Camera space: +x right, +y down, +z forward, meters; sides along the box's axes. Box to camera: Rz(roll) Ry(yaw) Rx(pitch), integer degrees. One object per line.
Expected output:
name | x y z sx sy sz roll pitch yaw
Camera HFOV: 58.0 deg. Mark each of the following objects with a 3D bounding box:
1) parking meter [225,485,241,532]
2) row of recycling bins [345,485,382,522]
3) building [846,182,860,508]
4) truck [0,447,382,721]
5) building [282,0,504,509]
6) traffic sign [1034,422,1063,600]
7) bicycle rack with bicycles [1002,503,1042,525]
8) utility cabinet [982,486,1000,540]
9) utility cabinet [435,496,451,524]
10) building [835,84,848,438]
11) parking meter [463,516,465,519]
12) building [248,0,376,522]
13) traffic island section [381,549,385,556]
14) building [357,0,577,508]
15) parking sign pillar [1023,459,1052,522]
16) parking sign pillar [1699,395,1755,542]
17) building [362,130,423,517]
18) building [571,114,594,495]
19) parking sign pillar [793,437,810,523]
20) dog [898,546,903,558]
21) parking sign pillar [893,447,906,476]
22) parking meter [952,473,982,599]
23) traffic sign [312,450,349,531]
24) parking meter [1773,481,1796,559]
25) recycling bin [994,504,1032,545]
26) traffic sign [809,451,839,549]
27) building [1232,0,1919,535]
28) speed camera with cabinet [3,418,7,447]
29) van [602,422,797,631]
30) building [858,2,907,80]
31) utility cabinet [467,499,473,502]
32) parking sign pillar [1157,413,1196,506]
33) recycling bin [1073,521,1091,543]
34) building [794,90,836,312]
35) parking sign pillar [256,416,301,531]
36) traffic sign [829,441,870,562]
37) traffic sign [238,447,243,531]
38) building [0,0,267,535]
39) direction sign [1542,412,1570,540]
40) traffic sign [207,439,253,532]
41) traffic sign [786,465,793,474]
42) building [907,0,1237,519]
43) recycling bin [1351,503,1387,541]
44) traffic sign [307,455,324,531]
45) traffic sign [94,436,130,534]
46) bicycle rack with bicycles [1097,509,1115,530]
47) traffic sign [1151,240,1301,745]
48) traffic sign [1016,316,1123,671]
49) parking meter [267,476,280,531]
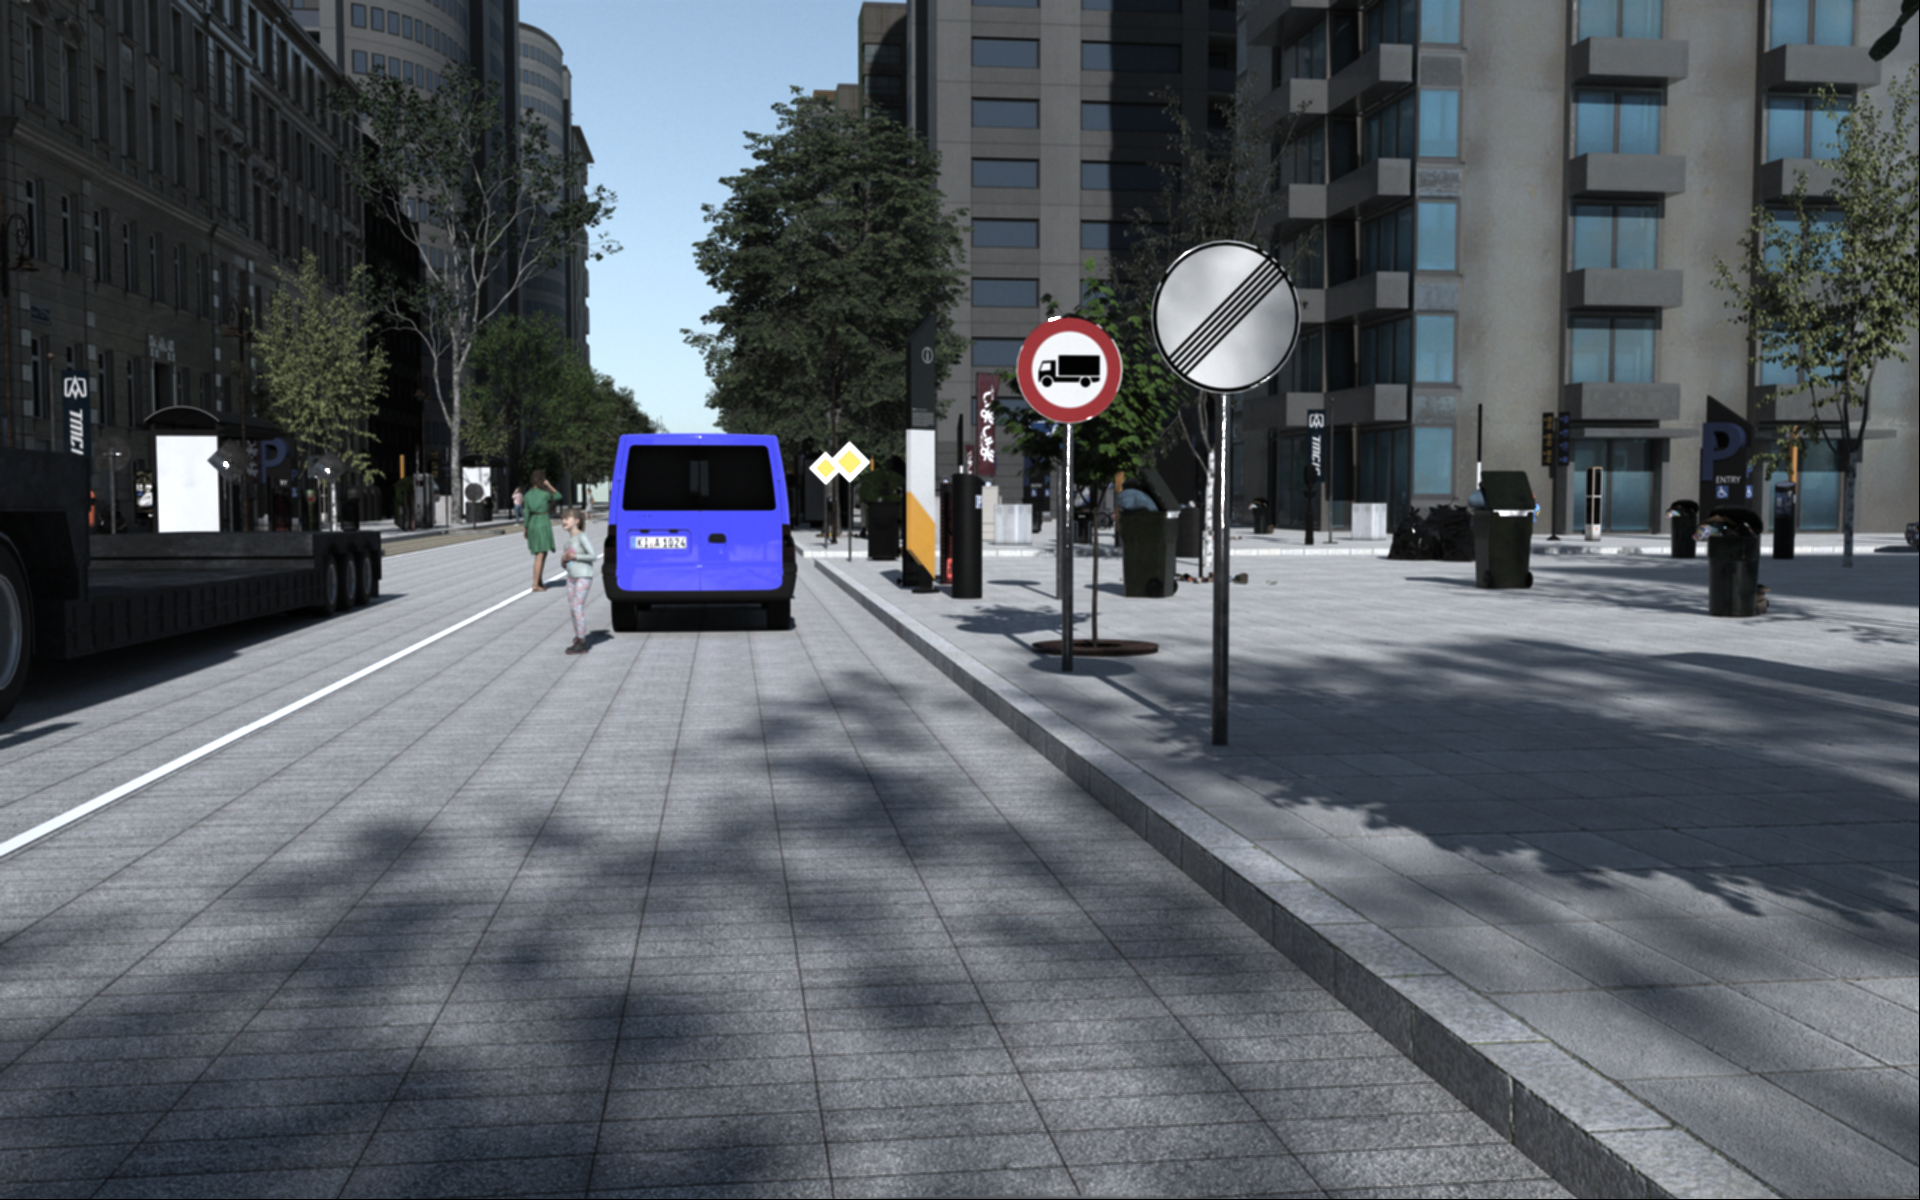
parking meter | -19.548 -2.336 46.603 0.372 1.533 0.369 0 3 0
row of recycling bins | -28.144 -4.572 81.861 1.069 1.692 3.534 0 4 -2
building | -3.791 -23.952 163.311 14.160 30.474 14.107 0 4 -8
truck | -7.566 -1.452 13.496 2.967 4.110 18.799 0 4 -8
building | -50.958 -37.333 152.388 21.231 58.520 28.212 0 4 -8
traffic sign | 1.212 -1.276 20.974 0.768 2.556 0.104 0 4 1
bicycle rack with bicycles | 2.312 -3.551 71.439 2.852 0.926 2.925 0 4 6
utility cabinet | 0.480 -2.362 47.289 1.173 1.500 0.318 1 4 9
utility cabinet | -21.953 -3.849 74.090 1.020 1.237 0.306 -2 4 -24
building | -5.809 -30.178 177.003 14.154 41.232 14.086 0 4 -8
parking meter | -25.891 -4.984 89.903 0.372 1.533 0.369 0 3 0
building | -36.288 -17.386 81.523 12.463 27.353 25.104 0 4 -8
traffic island section | -14.275 -1.042 39.311 2.009 0.180 2.903 0 4 -8
building | -59.789 -41.132 214.514 21.231 58.520 28.212 0 4 -8
parking sign pillar | 3.587 -5.660 81.017 1.447 3.967 1.447 3 5 42
parking sign pillar | 20.738 -3.570 46.846 1.447 3.967 1.447 -3 4 -37
building | -39.510 -16.658 102.044 12.332 23.373 15.834 0 4 -8
building | -66.263 -39.917 241.873 28.713 52.752 27.495 0 4 -8
parking sign pillar | -7.114 -5.424 77.148 1.447 3.967 1.447 -1 4 -15
dog | -1.377 -1.012 35.840 0.540 0.507 0.406 -1 4 -12
parking sign pillar | -1.941 -4.695 65.243 1.447 3.967 1.447 3 5 44
parking meter | 0.087 -0.790 21.328 0.372 1.533 0.369 0 3 0
traffic sign | -14.253 -2.178 39.253 0.795 2.450 0.064 0 4 -8
parking meter | 16.296 -1.579 34.235 0.372 1.533 0.369 0 3 0
recycling bin | 1.346 -1.908 43.745 0.722 1.027 0.722 3 4 37
traffic sign | -3.155 -2.268 40.720 0.795 2.450 0.064 0 4 -8
building | 25.483 -27.178 63.968 30.456 49.044 23.786 0 4 -8
speed camera with cabinet | -25.520 -3.093 44.911 2.038 3.252 0.660 0 4 -7
van | -2.934 -0.944 19.812 2.240 2.365 5.245 0 4 -8
building | -1.803 -28.468 149.053 14.154 41.232 14.086 0 4 -8
utility cabinet | -23.430 -4.395 83.020 0.306 1.237 1.020 -1 4 -12
parking sign pillar | 7.222 -4.244 57.869 1.447 3.967 1.447 3 4 39
recycling bin | 3.032 -2.048 46.036 0.722 1.027 0.722 -1 4 -14
building | -14.174 -43.940 260.420 21.231 58.520 28.212 0 4 -8
parking sign pillar | -23.453 -4.343 59.484 1.447 3.967 1.447 1 4 11
traffic sign | -2.090 -1.784 32.806 0.795 2.450 0.064 0 4 -8
traffic sign | -19.622 -2.879 47.180 0.768 2.556 0.104 0 4 2
building | -32.177 -15.853 56.466 12.463 27.353 25.104 0 4 -8
direction sign | 16.484 -3.424 47.979 0.379 3.537 0.876 -2 4 -34
traffic sign | -13.188 -1.694 31.339 0.795 2.450 0.064 0 4 -8
traffic sign | -11.910 -7.309 113.368 2.265 3.308 0.079 0 4 1
building | 7.378 -34.235 101.736 21.231 58.520 28.212 0 4 -8
recycling bin | 11.353 -2.173 48.079 0.722 1.027 0.722 -3 5 -44
traffic sign | -16.746 -2.642 45.321 0.606 2.300 0.079 0 4 -6
traffic sign | -18.605 -2.319 38.019 0.768 2.556 0.104 0 4 -4
bicycle rack with bicycles | 6.661 -2.995 62.356 2.925 0.926 2.852 2 4 35
traffic sign | 1.332 -0.532 8.800 0.768 2.556 0.104 0 4 -6
traffic sign | 0.779 -0.757 12.483 0.768 2.556 0.104 0 4 -5
parking meter | -22.853 -3.180 57.701 0.255 1.863 0.399 1 4 11
